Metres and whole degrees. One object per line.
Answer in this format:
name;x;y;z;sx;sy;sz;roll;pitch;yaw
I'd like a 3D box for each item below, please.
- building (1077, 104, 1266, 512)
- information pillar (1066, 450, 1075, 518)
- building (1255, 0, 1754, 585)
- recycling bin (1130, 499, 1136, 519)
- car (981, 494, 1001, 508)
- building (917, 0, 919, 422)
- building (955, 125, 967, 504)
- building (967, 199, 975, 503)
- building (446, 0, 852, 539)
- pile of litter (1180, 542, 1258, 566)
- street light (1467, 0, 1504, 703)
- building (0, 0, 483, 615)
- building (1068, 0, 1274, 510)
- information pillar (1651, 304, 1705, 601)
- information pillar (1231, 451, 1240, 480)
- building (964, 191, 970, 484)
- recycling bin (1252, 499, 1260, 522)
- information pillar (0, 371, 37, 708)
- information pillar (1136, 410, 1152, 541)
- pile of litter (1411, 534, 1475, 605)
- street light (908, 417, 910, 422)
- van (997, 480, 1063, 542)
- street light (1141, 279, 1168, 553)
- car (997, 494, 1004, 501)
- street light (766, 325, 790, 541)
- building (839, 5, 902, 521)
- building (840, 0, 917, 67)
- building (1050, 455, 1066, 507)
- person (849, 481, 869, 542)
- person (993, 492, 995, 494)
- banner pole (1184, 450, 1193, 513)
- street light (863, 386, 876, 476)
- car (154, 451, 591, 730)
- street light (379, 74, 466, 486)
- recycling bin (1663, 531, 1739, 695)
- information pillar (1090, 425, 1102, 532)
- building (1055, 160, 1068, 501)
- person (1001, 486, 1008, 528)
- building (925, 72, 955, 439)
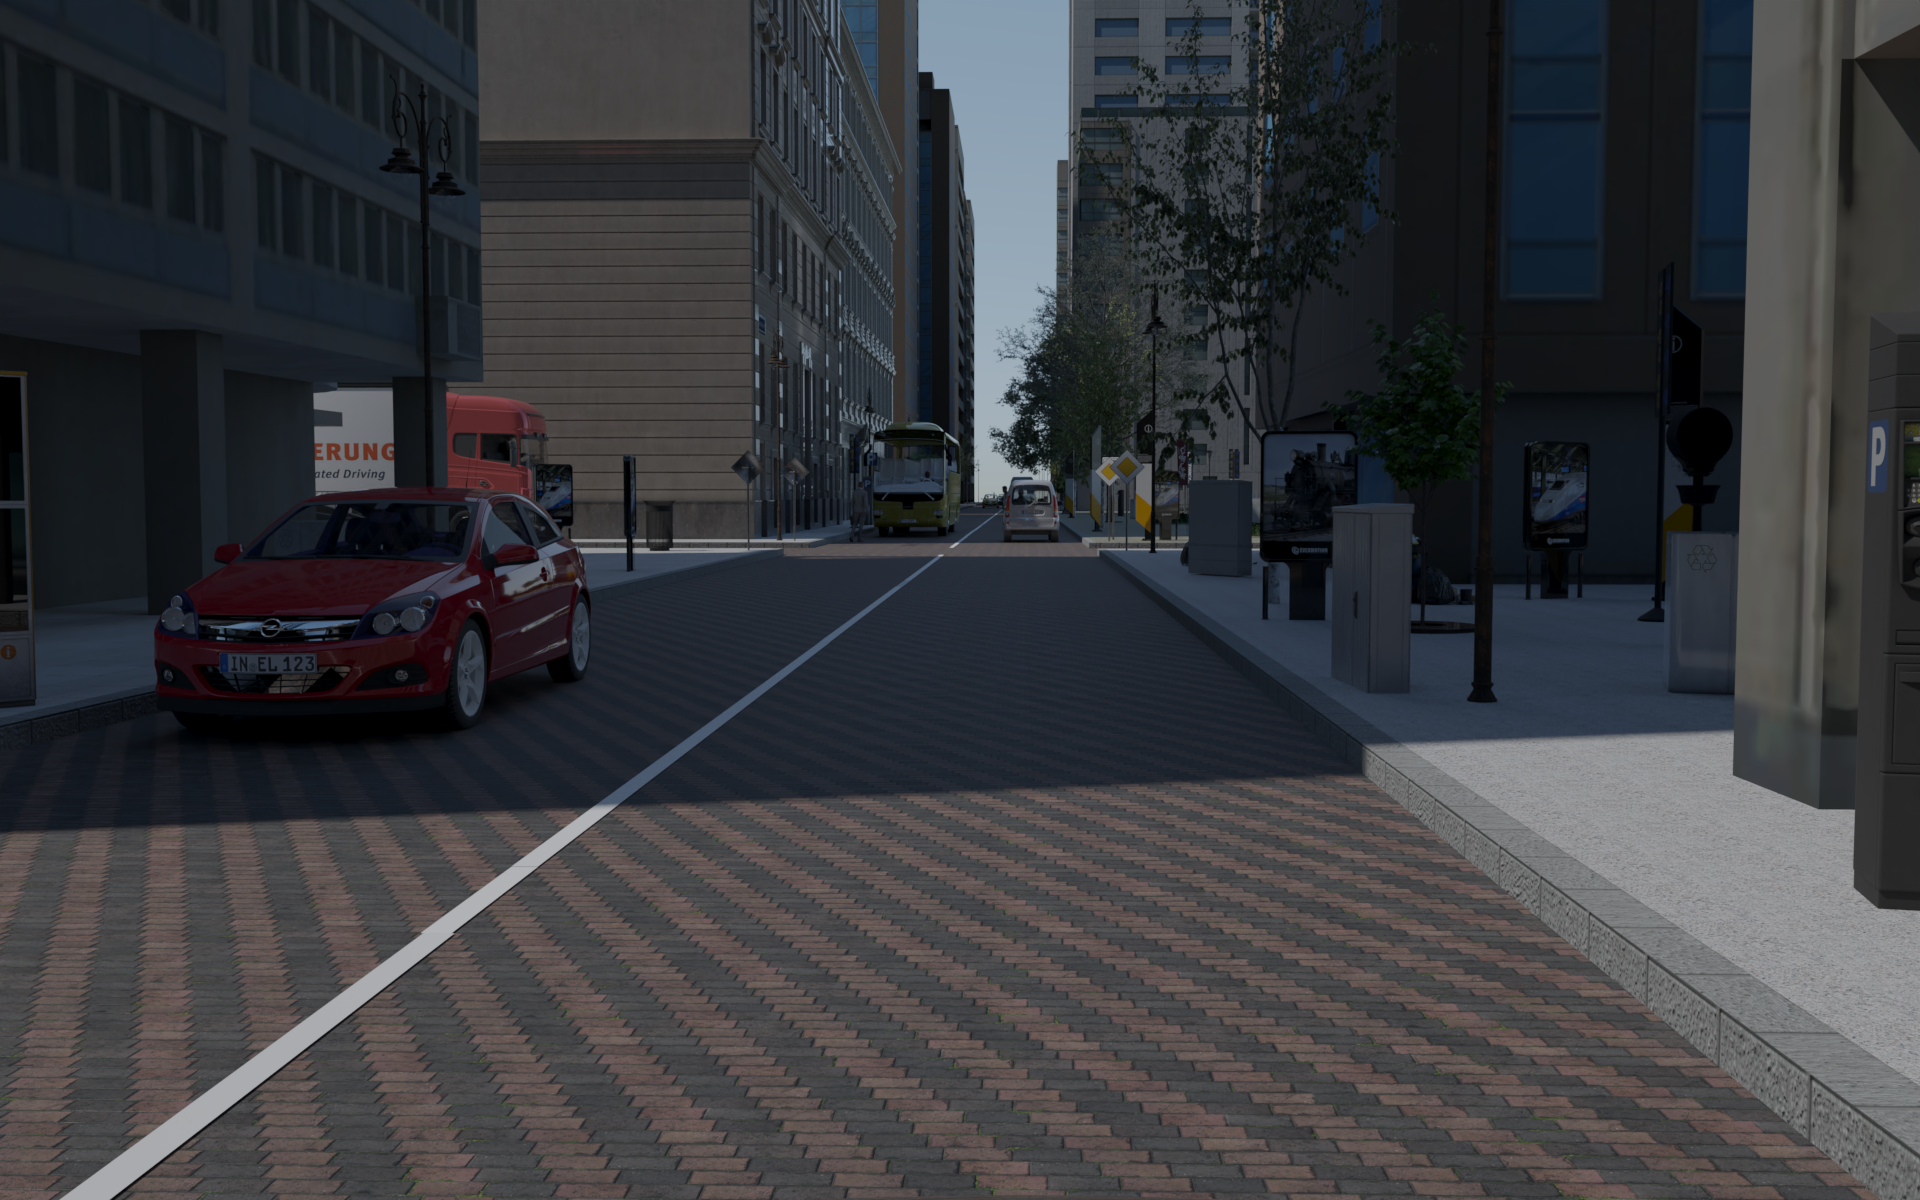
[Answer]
building;15.957;-22.072;132.575;14.160;30.474;14.107;0;4;2
information pillar;5.897;-6.206;92.822;0.504;3.616;0.183;2;4;32
building;13.154;-23.216;29.695;14.600;45.320;14.200;0;4;2
recycling bin;9.186;-4.679;89.051;0.722;1.027;0.722;-1;4;-13
car;3.125;-10.105;175.442;2.015;1.641;3.980;0;4;2
building;-12.308;-44.773;170.288;20.563;71.187;20.611;0;4;2
building;-10.487;-36.320;217.529;21.300;48.544;21.600;0;4;2
building;-8.679;-39.507;269.643;21.300;48.544;21.600;0;4;2
building;-11.015;-16.097;60.444;12.463;27.353;25.104;0;4;2
pile of litter;4.693;-1.059;31.286;1.719;0.858;1.176;-2;4;-25
street light;3.233;-2.309;10.546;0.468;5.910;1.993;0;4;2
building;-19.110;-20.045;19.612;23.993;40.220;32.217;0;4;2
building;20.046;-37.352;152.705;21.231;58.520;28.212;0;4;2
information pillar;8.557;-1.789;20.603;0.183;3.616;0.504;-3;5;-45
information pillar;15.004;-6.302;94.397;0.504;3.616;0.183;-1;4;-10
building;-9.943;-36.030;243.722;22.147;44.769;28.867;0;4;2
recycling bin;10.719;-3.114;63.473;0.722;1.027;0.722;1;4;10
information pillar;-5.805;-0.364;10.439;0.304;2.012;0.304;3;5;45
information pillar;5.077;-3.428;47.396;0.504;3.616;0.183;1;4;9
pile of litter;5.437;-0.408;20.631;1.176;0.858;1.719;-2;4;-31
street light;-3.001;-7.904;102.015;0.468;5.910;1.993;0;4;2
van;2.145;-2.792;52.662;2.013;2.044;4.112;0;4;1
street light;4.195;-3.957;37.487;0.468;5.910;1.993;0;4;2
car;6.704;-16.023;270.778;1.959;1.807;4.718;0;4;1
street light;-4.980;-4.578;47.633;0.468;5.910;1.993;0;4;2
building;-13.011;-19.486;95.015;17.030;29.872;44.131;0;4;2
building;-10.518;-29.310;129.335;14.600;45.320;14.200;0;4;2
building;26.350;-23.915;236.042;27.650;21.520;28.899;0;4;2
person;-3.020;-2.660;52.106;0.709;1.813;0.853;2;4;23
person;5.188;-15.794;267.421;1.217;1.739;0.721;3;4;36
banner pole;11.220;-5.825;85.262;0.401;3.779;0.863;-2;4;-29
street light;-3.890;-6.225;74.569;0.468;5.910;1.993;0;4;2
car;-3.829;-0.174;11.888;2.155;1.783;4.494;0;4;2
street light;-6.053;-2.868;19.678;0.468;5.910;1.993;0;4;2
recycling bin;5.030;0.073;11.365;0.722;1.027;0.722;1;4;19
information pillar;4.625;-4.138;59.008;0.183;3.616;0.504;3;5;45
building;18.872;-32.456;214.244;14.154;41.232;14.086;0;4;2
person;1.972;-3.913;72.826;0.721;1.781;0.623;-3;5;-39
building;-7.737;-32.921;188.373;14.600;45.320;14.200;0;4;2
